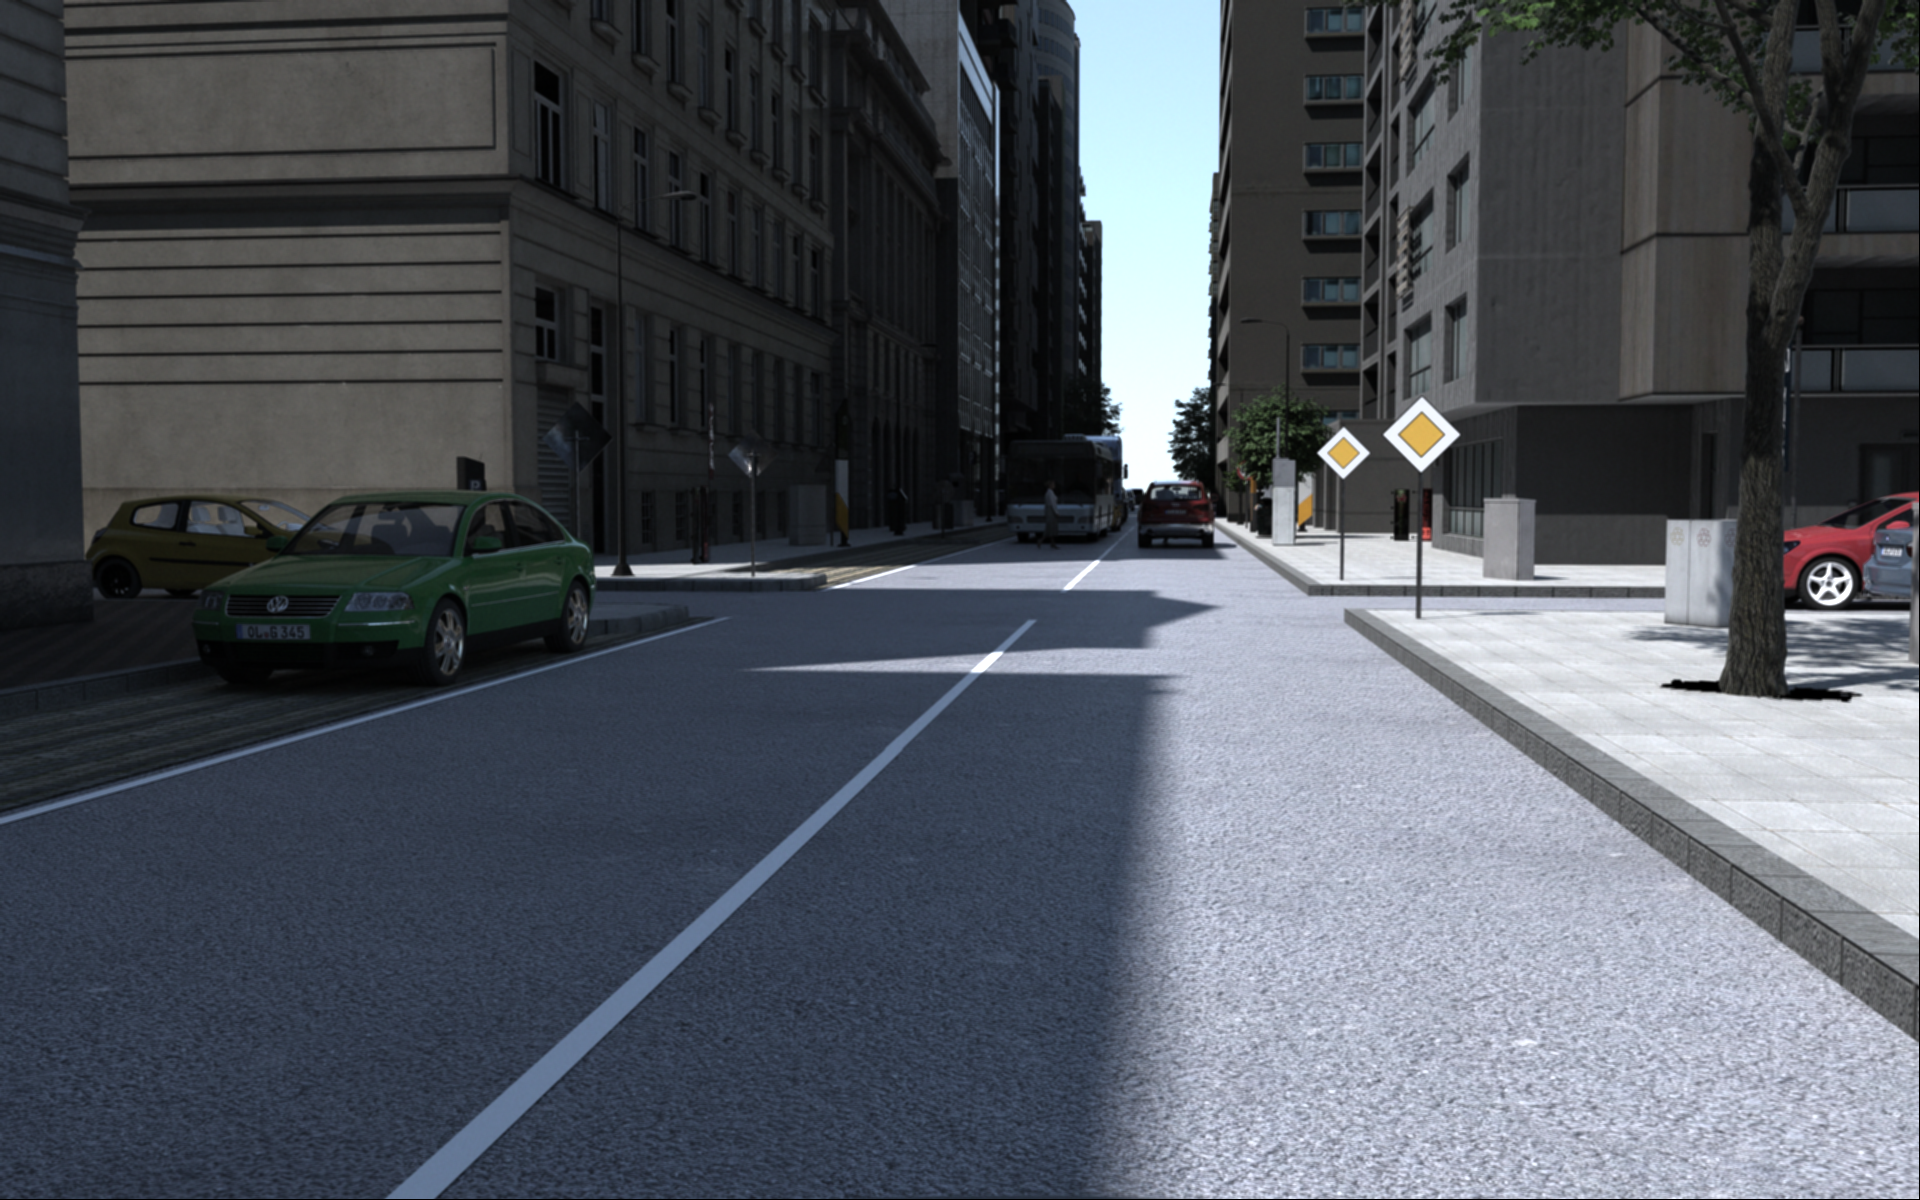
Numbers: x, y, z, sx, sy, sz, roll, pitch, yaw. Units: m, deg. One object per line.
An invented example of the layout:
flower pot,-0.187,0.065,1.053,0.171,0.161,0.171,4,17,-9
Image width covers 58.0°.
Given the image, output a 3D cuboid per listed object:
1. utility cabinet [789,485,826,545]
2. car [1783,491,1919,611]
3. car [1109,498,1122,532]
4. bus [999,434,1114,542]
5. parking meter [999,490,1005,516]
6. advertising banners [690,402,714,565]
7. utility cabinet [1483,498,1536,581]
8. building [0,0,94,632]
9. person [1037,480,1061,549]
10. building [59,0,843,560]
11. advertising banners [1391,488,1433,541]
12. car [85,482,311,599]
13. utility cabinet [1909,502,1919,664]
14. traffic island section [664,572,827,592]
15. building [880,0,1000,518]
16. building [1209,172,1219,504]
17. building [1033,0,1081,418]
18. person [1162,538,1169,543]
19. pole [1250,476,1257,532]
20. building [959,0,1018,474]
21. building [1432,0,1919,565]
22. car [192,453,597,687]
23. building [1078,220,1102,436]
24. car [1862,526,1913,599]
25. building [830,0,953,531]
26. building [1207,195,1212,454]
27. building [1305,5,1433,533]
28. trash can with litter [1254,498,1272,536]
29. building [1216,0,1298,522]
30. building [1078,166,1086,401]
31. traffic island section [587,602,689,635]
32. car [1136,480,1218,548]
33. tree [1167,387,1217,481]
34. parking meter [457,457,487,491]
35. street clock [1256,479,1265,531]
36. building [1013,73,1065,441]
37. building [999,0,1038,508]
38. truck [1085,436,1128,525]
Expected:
utility cabinet,-3.828,-2.125,43.421,0.318,1.500,1.173,2,4,31
car,12.036,-0.784,21.862,4.494,1.783,2.155,0,4,7
car,5.278,-3.460,66.795,2.015,1.641,3.980,1,4,9
bus,3.334,-3.689,55.180,2.948,3.499,13.247,0,4,7
parking meter,2.453,-5.682,101.308,0.372,1.533,0.369,0,3,0
advertising banners,-4.787,-2.212,32.360,0.090,3.025,2.074,0,4,3
utility cabinet,8.286,-0.916,26.132,0.306,1.237,1.020,-1,4,-12
building,-18.193,-10.042,13.338,18.267,20.994,9.793,0,4,7
person,2.301,-2.225,45.108,0.641,1.798,0.478,0,4,4
building,-13.163,-12.897,44.154,16.112,22.955,30.059,0,4,7
advertising banners,12.626,-3.106,46.977,0.090,3.025,2.074,-3,5,-43
car,-9.798,-0.827,23.747,3.980,1.641,2.015,0,4,6
utility cabinet,7.742,-0.119,13.104,1.020,1.237,0.306,-1,4,-10
traffic island section,-3.227,-0.279,26.843,2.009,0.180,2.903,0,4,7
building,-4.856,-16.790,92.542,12.078,24.808,19.932,0,4,7
building,39.150,-32.908,221.638,14.154,41.232,14.086,0,4,7
building,2.599,-40.324,201.288,21.231,58.520,28.212,0,4,7
person,6.126,-2.621,51.218,0.638,1.841,0.748,2,4,30
pole,9.867,-3.935,58.175,0.158,3.312,0.155,0,3,0
building,-7.747,-28.276,116.937,22.147,44.769,28.867,0,4,7
building,16.371,-21.346,32.597,14.086,41.232,14.154,0,4,7
car,-4.480,-0.338,14.327,1.959,1.807,4.718,0,4,7
building,13.354,-34.789,252.402,14.154,41.232,14.086,0,4,7
car,12.689,-0.457,19.468,4.499,1.417,2.014,0,4,6
building,-8.364,-14.007,70.810,13.314,21.916,24.055,0,4,7
building,45.882,-35.944,242.310,22.147,44.769,28.867,0,4,7
building,23.051,-37.892,57.785,20.563,71.187,20.611,0,4,7
trash can with litter,9.374,-2.576,53.503,0.624,1.170,1.055,0,4,6
building,24.187,-28.373,87.601,21.300,48.544,21.600,0,4,7
building,5.261,-37.379,230.748,23.786,49.044,30.456,0,4,7
traffic island section,-4.187,0.206,18.916,2.009,0.180,2.903,0,4,7
car,5.976,-2.393,47.797,2.281,1.827,5.304,0,4,8
tree,25.359,-16.170,182.509,7.486,12.596,7.792,0,3,0
parking meter,-7.680,-1.318,27.268,0.255,1.863,0.399,3,5,43
street clock,10.449,-3.414,60.390,0.471,2.002,0.358,-3,5,-45
building,2.543,-29.446,165.039,14.154,41.232,14.086,0,4,7
building,-7.659,-33.992,145.015,28.713,52.752,27.495,0,4,7
truck,6.932,-5.865,85.649,2.967,4.110,18.799,0,4,6
